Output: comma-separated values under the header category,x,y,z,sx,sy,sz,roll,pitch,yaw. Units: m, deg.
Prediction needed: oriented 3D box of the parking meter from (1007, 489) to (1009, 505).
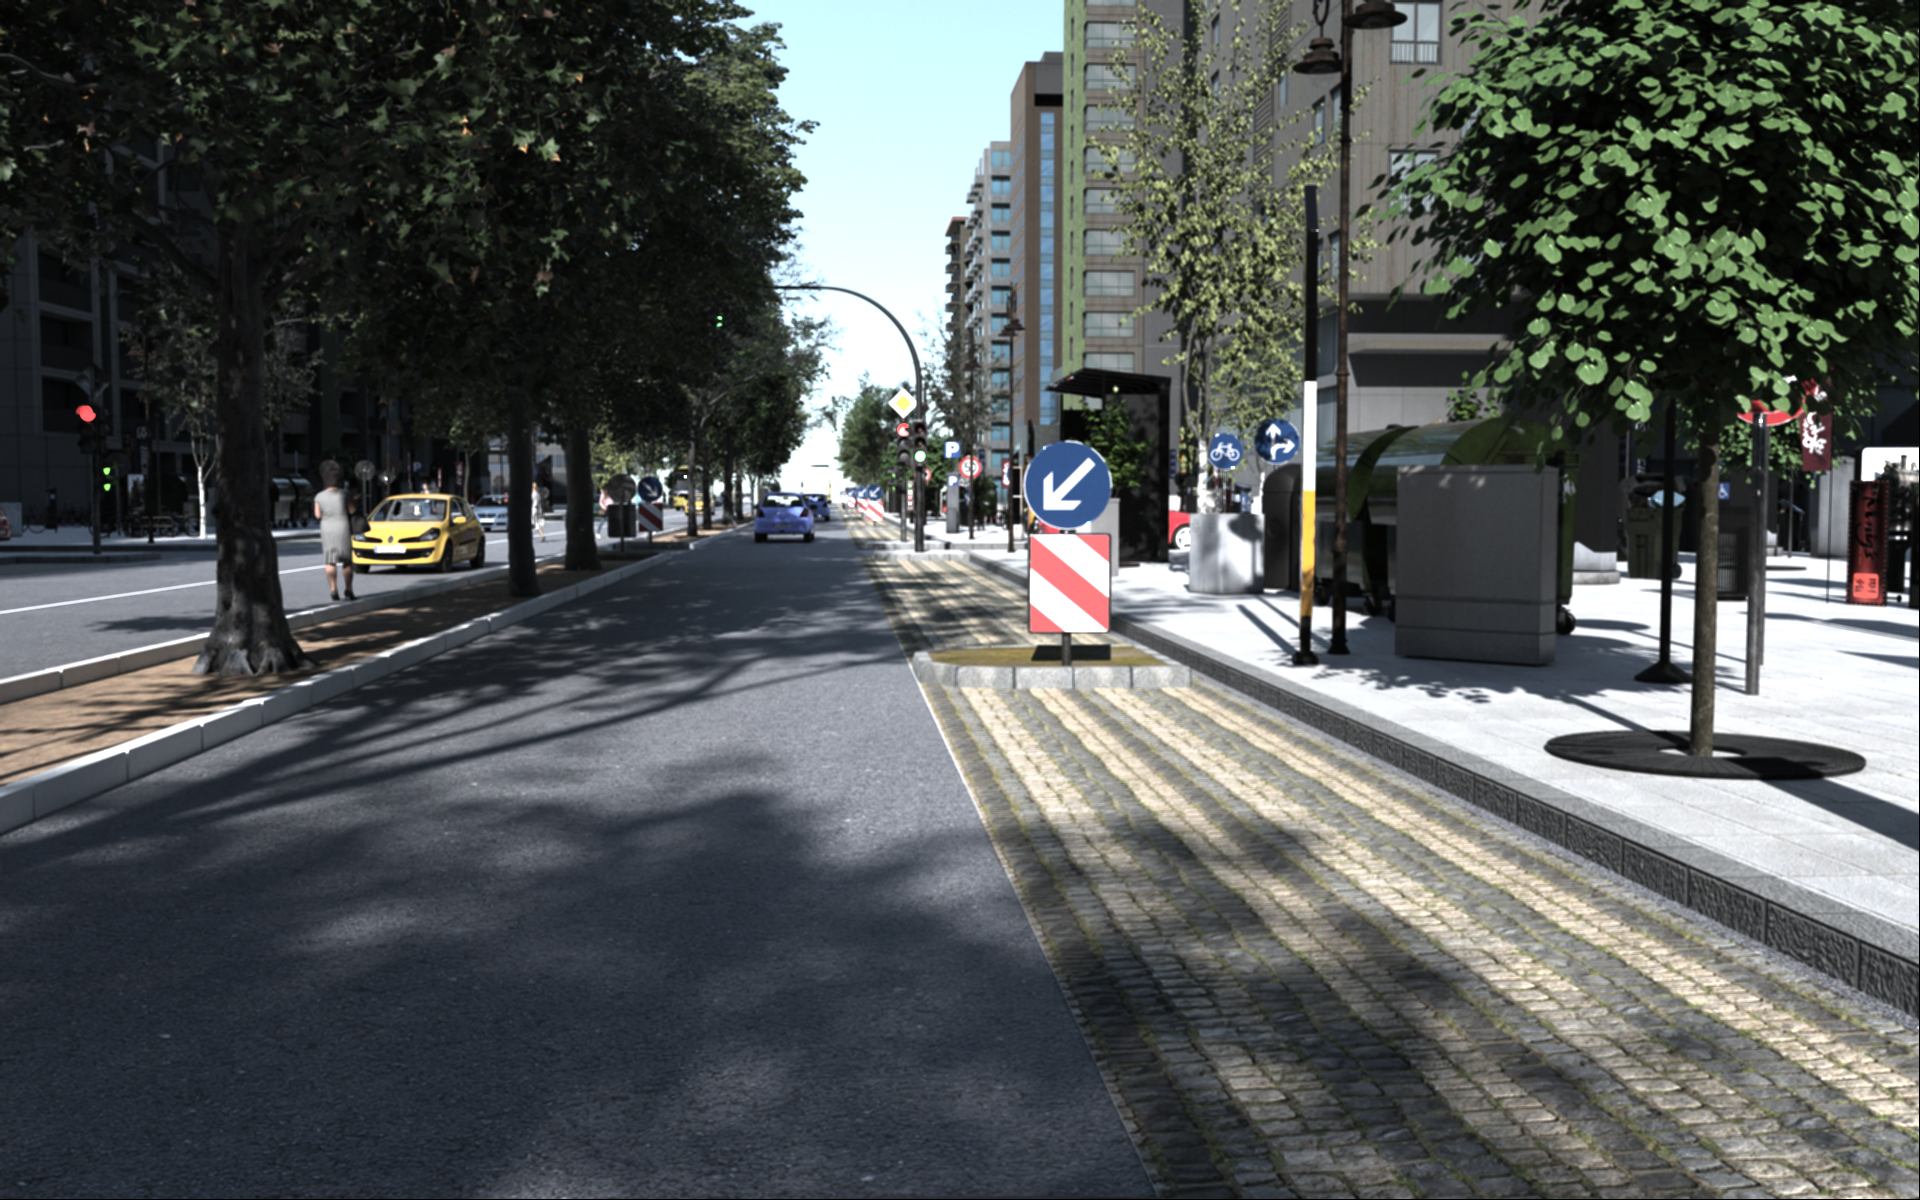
category,x,y,z,sx,sy,sz,roll,pitch,yaw
parking meter,3.054,-6.018,104.097,0.399,1.863,0.255,1,4,8

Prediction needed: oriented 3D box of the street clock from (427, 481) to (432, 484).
category,x,y,z,sx,sy,sz,roll,pitch,yaw
street clock,-29.394,-5.566,95.581,0.358,2.002,0.471,2,4,34

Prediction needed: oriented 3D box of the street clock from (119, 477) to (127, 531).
category,x,y,z,sx,sy,sz,roll,pitch,yaw
street clock,-29.062,-3.405,60.241,0.471,2.002,0.358,-2,4,-34

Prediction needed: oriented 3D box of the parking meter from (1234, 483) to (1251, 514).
category,x,y,z,sx,sy,sz,roll,pitch,yaw
parking meter,6.417,-1.891,39.324,0.372,1.533,0.369,0,3,0

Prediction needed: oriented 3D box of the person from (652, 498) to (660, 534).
category,x,y,z,sx,sy,sz,roll,pitch,yaw
person,-10.981,-3.250,62.308,0.731,1.740,0.598,2,4,27

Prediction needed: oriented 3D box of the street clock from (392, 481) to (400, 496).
category,x,y,z,sx,sy,sz,roll,pitch,yaw
street clock,-32.188,-5.766,98.847,0.471,2.002,0.358,3,5,40

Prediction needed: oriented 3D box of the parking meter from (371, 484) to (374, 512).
category,x,y,z,sx,sy,sz,roll,pitch,yaw
parking meter,-34.142,-5.783,100.268,0.399,1.863,0.255,3,5,43

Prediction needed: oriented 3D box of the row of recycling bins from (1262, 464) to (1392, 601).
category,x,y,z,sx,sy,sz,roll,pitch,yaw
row of recycling bins,4.983,-0.925,22.243,1.069,1.692,3.534,-1,4,-21

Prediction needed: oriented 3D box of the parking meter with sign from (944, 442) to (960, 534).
category,x,y,z,sx,sy,sz,roll,pitch,yaw
parking meter with sign,-0.255,-3.705,56.840,0.543,3.016,1.738,0,3,0

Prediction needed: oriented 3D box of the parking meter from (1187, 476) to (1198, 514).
category,x,y,z,sx,sy,sz,roll,pitch,yaw
parking meter,7.701,-3.158,57.339,0.255,1.863,0.399,-1,4,-22

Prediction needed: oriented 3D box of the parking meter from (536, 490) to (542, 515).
category,x,y,z,sx,sy,sz,roll,pitch,yaw
parking meter,-25.256,-5.835,103.808,0.372,1.533,0.369,0,3,0

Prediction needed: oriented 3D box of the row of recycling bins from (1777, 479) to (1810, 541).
category,x,y,z,sx,sy,sz,roll,pitch,yaw
row of recycling bins,21.660,-2.512,48.176,3.534,1.692,1.069,1,4,16

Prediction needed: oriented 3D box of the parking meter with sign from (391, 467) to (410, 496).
category,x,y,z,sx,sy,sz,roll,pitch,yaw
parking meter with sign,-35.229,-6.970,110.224,1.738,3.016,0.543,-1,4,-14

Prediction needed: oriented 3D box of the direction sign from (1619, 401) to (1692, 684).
category,x,y,z,sx,sy,sz,roll,pitch,yaw
direction sign,4.831,-1.210,11.775,0.379,3.537,0.876,3,5,43

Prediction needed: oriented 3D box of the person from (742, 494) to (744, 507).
category,x,y,z,sx,sy,sz,roll,pitch,yaw
person,-24.175,-11.198,191.678,0.705,1.812,1.348,1,4,11

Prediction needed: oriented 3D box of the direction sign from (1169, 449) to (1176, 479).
category,x,y,z,sx,sy,sz,roll,pitch,yaw
direction sign,10.527,-5.850,87.651,0.876,3.537,0.379,3,4,37

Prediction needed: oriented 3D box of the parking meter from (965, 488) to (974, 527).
category,x,y,z,sx,sy,sz,roll,pitch,yaw
parking meter,0.377,-3.636,67.860,0.372,1.533,0.369,0,3,0

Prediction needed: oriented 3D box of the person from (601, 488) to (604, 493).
category,x,y,z,sx,sy,sz,roll,pitch,yaw
person,-23.024,-6.245,110.872,0.573,1.790,0.520,-2,4,-28

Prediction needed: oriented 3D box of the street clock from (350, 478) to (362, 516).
category,x,y,z,sx,sy,sz,roll,pitch,yaw
street clock,-26.700,-4.406,76.604,0.471,2.002,0.358,1,4,22

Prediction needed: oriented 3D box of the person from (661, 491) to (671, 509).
category,x,y,z,sx,sy,sz,roll,pitch,yaw
person,-28.309,-9.588,165.979,1.217,1.735,0.721,-2,4,-24

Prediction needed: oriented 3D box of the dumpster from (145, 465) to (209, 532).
category,x,y,z,sx,sy,sz,roll,pitch,yaw
dumpster,-26.559,-3.435,58.657,1.502,2.255,1.985,0,4,-4

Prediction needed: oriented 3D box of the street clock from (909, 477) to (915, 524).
category,x,y,z,sx,sy,sz,roll,pitch,yaw
street clock,-2.085,-4.315,75.128,0.358,2.002,0.471,0,4,-4

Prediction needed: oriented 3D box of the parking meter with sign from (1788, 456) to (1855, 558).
category,x,y,z,sx,sy,sz,roll,pitch,yaw
parking meter with sign,17.511,-2.350,34.677,1.738,3.016,0.543,0,4,5

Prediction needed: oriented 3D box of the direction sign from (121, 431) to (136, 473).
category,x,y,z,sx,sy,sz,roll,pitch,yaw
direction sign,-29.541,-4.284,62.033,0.876,3.537,0.379,0,4,0

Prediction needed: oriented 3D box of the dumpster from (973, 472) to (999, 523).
category,x,y,z,sx,sy,sz,roll,pitch,yaw
dumpster,0.884,-4.464,75.484,1.502,2.255,1.985,0,4,-4

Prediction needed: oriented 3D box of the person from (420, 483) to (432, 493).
category,x,y,z,sx,sy,sz,roll,pitch,yaw
person,-18.741,-3.199,60.828,0.581,1.822,0.654,-1,4,-15

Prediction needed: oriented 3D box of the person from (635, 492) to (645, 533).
category,x,y,z,sx,sy,sz,roll,pitch,yaw
person,-11.840,-3.383,63.676,0.748,1.841,0.638,0,4,-3

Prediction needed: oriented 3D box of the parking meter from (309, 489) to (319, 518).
category,x,y,z,sx,sy,sz,roll,pitch,yaw
parking meter,-32.452,-4.820,87.222,0.372,1.533,0.369,0,3,0

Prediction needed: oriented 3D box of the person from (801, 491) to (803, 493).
category,x,y,z,sx,sy,sz,roll,pitch,yaw
person,-14.751,-9.313,161.700,0.436,1.711,0.756,-3,5,-40

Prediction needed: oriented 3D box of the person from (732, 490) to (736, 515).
category,x,y,z,sx,sy,sz,roll,pitch,yaw
person,-15.146,-6.658,117.544,0.709,1.800,0.728,-1,4,-23

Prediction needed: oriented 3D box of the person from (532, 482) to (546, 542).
category,x,y,z,sx,sy,sz,roll,pitch,yaw
person,-12.603,-2.594,51.262,0.624,1.780,0.694,2,4,28

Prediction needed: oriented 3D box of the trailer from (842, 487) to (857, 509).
category,x,y,z,sx,sy,sz,roll,pitch,yaw
trailer,-9.435,-8.732,149.813,1.471,1.999,3.904,0,4,-5

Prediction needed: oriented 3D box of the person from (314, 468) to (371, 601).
category,x,y,z,sx,sy,sz,roll,pitch,yaw
person,-8.293,-0.886,23.342,0.716,1.782,0.532,0,4,-5

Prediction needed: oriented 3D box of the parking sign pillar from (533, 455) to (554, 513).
category,x,y,z,sx,sy,sz,roll,pitch,yaw
parking sign pillar,-28.548,-7.953,118.507,1.447,3.967,1.447,0,4,-3

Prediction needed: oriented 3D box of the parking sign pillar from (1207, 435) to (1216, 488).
category,x,y,z,sx,sy,sz,roll,pitch,yaw
parking sign pillar,11.303,-5.516,78.651,1.447,3.967,1.447,1,4,16

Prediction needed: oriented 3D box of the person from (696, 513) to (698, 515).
category,x,y,z,sx,sy,sz,roll,pitch,yaw
person,-18.220,-6.624,118.617,0.589,1.601,0.330,1,4,15

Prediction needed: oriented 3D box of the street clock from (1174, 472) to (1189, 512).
category,x,y,z,sx,sy,sz,roll,pitch,yaw
street clock,7.406,-3.257,57.827,0.471,2.002,0.358,-2,4,-32

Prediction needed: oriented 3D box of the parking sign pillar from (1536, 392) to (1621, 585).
category,x,y,z,sx,sy,sz,roll,pitch,yaw
parking sign pillar,8.810,-2.234,25.004,1.447,3.967,1.447,-3,5,-41

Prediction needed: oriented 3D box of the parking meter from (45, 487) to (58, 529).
category,x,y,z,sx,sy,sz,roll,pitch,yaw
parking meter,-33.127,-3.347,63.142,0.372,1.533,0.369,0,3,0

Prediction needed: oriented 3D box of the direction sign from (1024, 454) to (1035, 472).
category,x,y,z,sx,sy,sz,roll,pitch,yaw
direction sign,3.933,-6.487,98.062,0.379,3.537,0.876,3,5,45

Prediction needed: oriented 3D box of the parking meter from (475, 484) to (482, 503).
category,x,y,z,sx,sy,sz,roll,pitch,yaw
parking meter,-26.858,-5.562,96.652,0.255,1.863,0.399,0,4,4

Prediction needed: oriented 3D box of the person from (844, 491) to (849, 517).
category,x,y,z,sx,sy,sz,roll,pitch,yaw
person,-7.024,-5.923,107.146,0.330,1.601,0.589,0,4,5

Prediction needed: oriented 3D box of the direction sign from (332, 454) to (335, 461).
category,x,y,z,sx,sy,sz,roll,pitch,yaw
direction sign,-35.722,-6.536,98.857,0.379,3.537,0.876,-2,4,-27

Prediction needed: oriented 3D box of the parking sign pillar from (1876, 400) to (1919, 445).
category,x,y,z,sx,sy,sz,roll,pitch,yaw
parking sign pillar,26.941,-3.755,49.869,1.447,3.967,1.447,-1,4,-19

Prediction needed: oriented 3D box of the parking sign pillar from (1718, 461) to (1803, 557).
category,x,y,z,sx,sy,sz,roll,pitch,yaw
parking sign pillar,16.410,-2.912,36.088,1.447,3.967,1.447,-1,4,-21

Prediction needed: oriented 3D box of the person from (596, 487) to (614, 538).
category,x,y,z,sx,sy,sz,roll,pitch,yaw
person,-11.578,-2.899,56.493,0.643,1.750,0.593,3,5,45

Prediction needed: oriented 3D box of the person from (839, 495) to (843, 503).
category,x,y,z,sx,sy,sz,roll,pitch,yaw
person,-18.217,-15.952,269.274,1.348,1.831,0.705,2,4,34

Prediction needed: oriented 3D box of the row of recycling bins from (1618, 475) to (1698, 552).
category,x,y,z,sx,sy,sz,roll,pitch,yaw
row of recycling bins,15.774,-1.918,38.475,3.534,1.692,1.069,-3,4,-37

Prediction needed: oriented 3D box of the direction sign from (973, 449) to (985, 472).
category,x,y,z,sx,sy,sz,roll,pitch,yaw
direction sign,0.848,-5.815,87.074,0.876,3.537,0.379,2,4,23

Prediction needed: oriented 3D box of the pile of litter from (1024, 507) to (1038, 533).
category,x,y,z,sx,sy,sz,roll,pitch,yaw
pile of litter,2.541,-2.661,57.470,1.176,0.858,1.719,3,4,39

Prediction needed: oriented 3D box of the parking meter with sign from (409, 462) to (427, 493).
category,x,y,z,sx,sy,sz,roll,pitch,yaw
parking meter with sign,-28.949,-5.921,93.073,0.543,3.016,1.738,-2,4,-31

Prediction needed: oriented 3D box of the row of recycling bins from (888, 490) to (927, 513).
category,x,y,z,sx,sy,sz,roll,pitch,yaw
row of recycling bins,-3.529,-6.657,115.953,1.069,1.692,3.534,-3,5,-44

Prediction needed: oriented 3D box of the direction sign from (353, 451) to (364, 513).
category,x,y,z,sx,sy,sz,roll,pitch,yaw
direction sign,-31.336,-6.017,90.370,0.876,3.537,0.379,2,4,35
